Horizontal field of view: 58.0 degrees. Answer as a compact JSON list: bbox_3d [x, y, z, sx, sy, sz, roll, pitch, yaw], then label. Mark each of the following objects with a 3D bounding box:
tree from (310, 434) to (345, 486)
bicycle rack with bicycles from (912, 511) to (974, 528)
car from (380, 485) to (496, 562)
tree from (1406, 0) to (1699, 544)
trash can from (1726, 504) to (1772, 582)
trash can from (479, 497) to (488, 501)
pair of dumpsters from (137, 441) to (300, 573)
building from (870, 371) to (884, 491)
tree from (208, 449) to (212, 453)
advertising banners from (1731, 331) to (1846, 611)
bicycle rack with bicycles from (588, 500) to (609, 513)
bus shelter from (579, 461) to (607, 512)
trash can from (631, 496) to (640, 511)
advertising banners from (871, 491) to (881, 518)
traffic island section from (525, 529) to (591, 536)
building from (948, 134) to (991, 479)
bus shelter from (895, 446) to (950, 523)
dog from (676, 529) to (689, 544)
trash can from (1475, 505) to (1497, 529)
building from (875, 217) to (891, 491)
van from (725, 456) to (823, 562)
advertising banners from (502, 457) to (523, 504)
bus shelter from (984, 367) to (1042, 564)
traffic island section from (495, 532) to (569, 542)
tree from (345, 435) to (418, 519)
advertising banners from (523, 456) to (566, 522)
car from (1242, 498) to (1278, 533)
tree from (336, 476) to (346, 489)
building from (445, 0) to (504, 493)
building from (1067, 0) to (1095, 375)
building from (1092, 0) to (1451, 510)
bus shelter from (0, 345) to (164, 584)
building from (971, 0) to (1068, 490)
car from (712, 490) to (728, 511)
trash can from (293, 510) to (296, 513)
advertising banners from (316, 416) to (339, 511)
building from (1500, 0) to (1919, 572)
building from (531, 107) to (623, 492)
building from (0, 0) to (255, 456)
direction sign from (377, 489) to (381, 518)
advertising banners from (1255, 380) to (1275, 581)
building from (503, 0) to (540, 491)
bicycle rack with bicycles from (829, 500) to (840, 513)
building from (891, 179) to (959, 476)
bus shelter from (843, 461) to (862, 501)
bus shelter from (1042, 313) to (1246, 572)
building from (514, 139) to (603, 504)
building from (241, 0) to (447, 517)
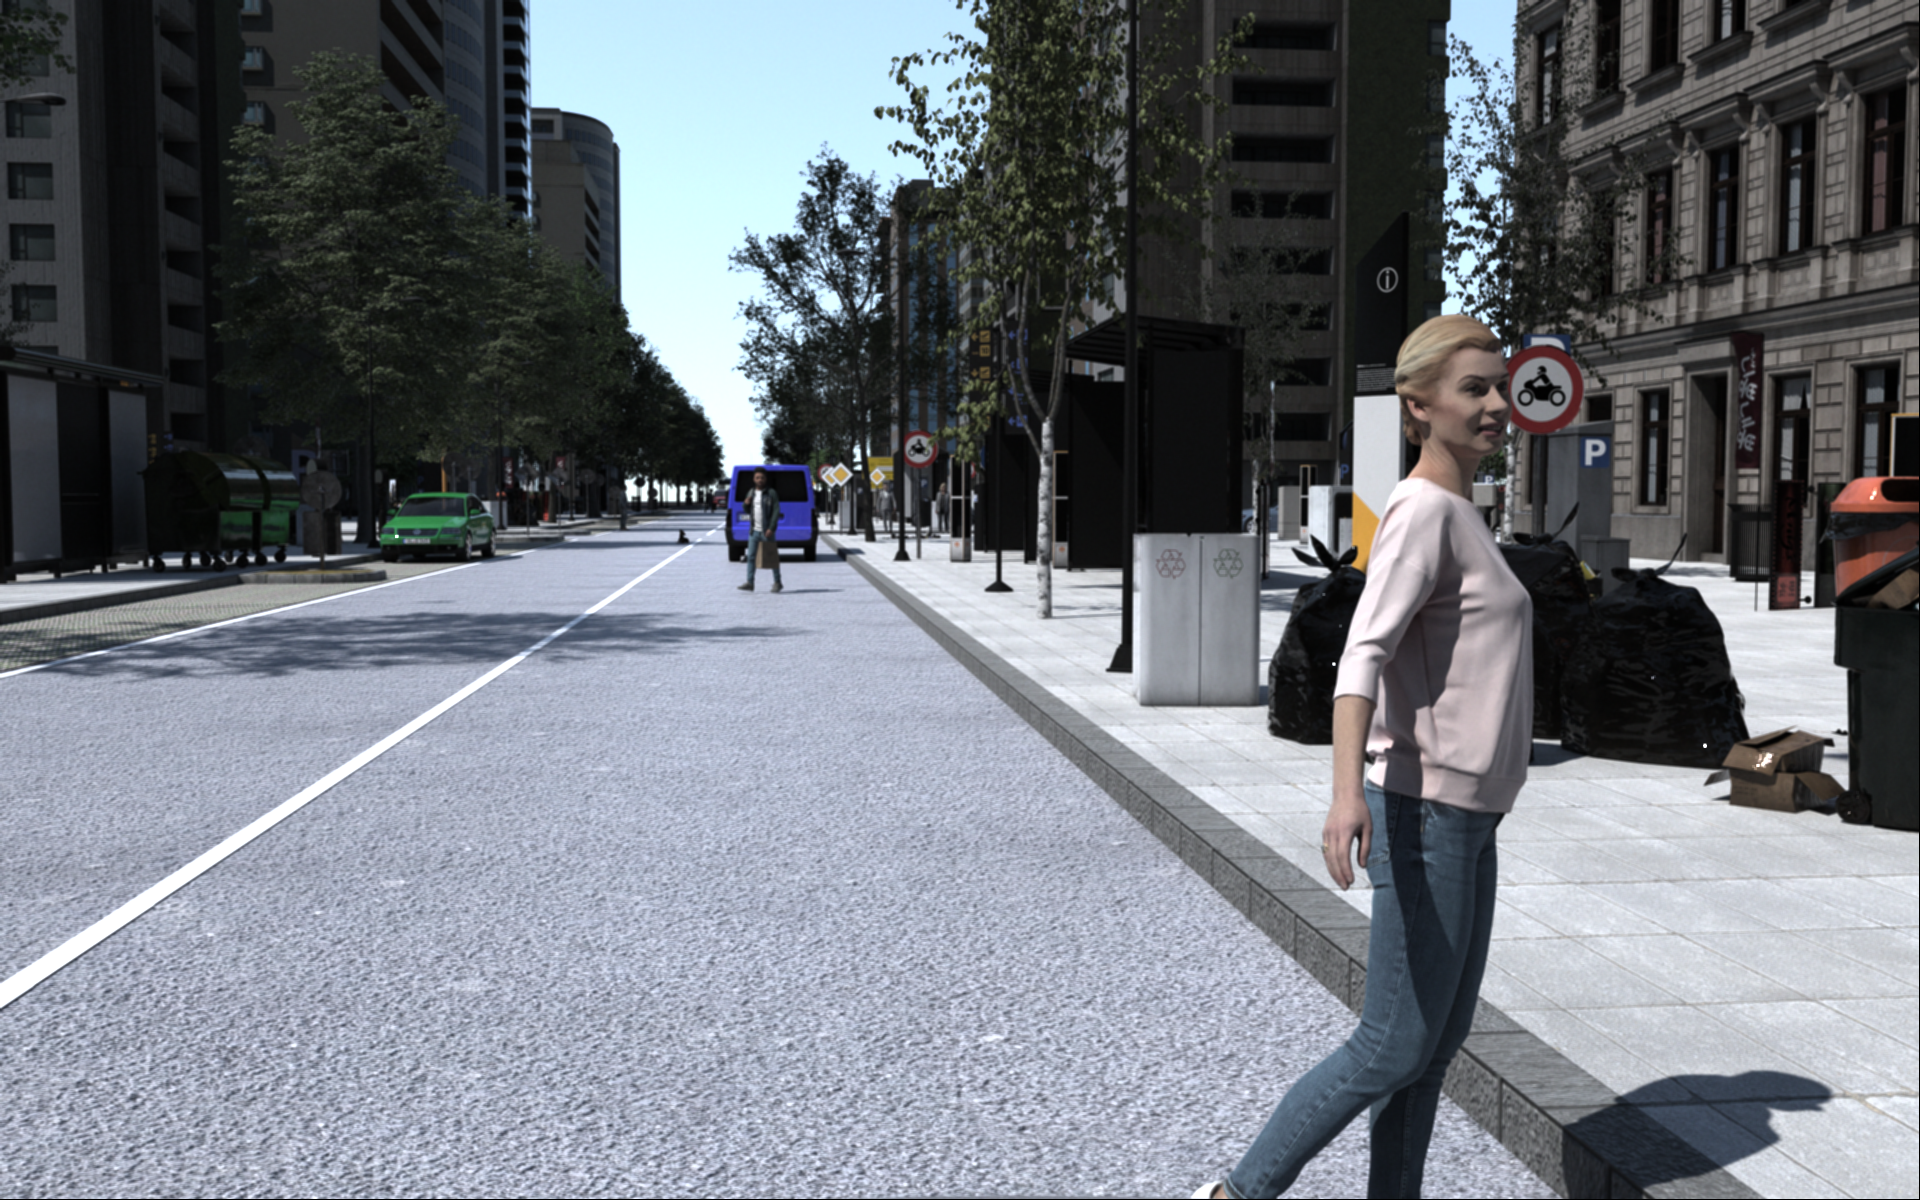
[{"bbox_3d":[-34.817,-6.835,95.460,4.285,4.588,4.351,0,3,0],"label":"tree"},{"bbox_3d":[-0.221,-3.224,66.101,2.925,0.926,2.852,0,4,8],"label":"bicycle rack with bicycles"},{"bbox_3d":[-11.288,-1.763,37.623,1.959,1.807,4.718,0,4,-5],"label":"car"},{"bbox_3d":[8.508,-4.626,25.996,4.360,8.622,3.978,0,3,0],"label":"tree"},{"bbox_3d":[11.618,-0.839,25.367,0.748,1.137,0.748,0,3,0],"label":"trash can"},{"bbox_3d":[-21.388,-4.105,78.771,0.748,1.137,0.748,0,3,0],"label":"trash can"},{"bbox_3d":[-12.898,-1.699,30.274,1.574,2.255,4.437,0,4,-6],"label":"pair of dumpsters"},{"bbox_3d":[-8.237,-31.729,290.471,14.160,30.474,14.107,0,4,-6],"label":"building"},{"bbox_3d":[-31.650,-4.819,73.391,1.663,3.219,1.824,0,3,0],"label":"tree"},{"bbox_3d":[9.168,-1.403,19.124,2.074,3.025,0.090,-2,4,-28],"label":"advertising banners"},{"bbox_3d":[-23.685,-6.202,114.782,2.852,0.926,2.925,1,4,10],"label":"bicycle rack with bicycles"},{"bbox_3d":[-26.467,-8.230,125.839,1.731,3.624,6.357,0,4,-6],"label":"bus shelter"},{"bbox_3d":[-24.367,-7.252,130.228,0.748,1.137,0.748,0,3,0],"label":"trash can"},{"bbox_3d":[-3.803,-6.164,96.962,2.074,3.025,0.090,-1,4,-17],"label":"advertising banners"},{"bbox_3d":[-14.091,-2.361,60.883,2.009,0.180,2.903,0,4,-6],"label":"traffic island section"},{"bbox_3d":[12.772,-30.404,188.990,32.217,40.220,23.993,0,4,-6],"label":"building"},{"bbox_3d":[-1.541,-4.871,73.569,2.014,3.302,5.546,0,4,-6],"label":"bus shelter"},{"bbox_3d":[-8.121,-1.845,50.366,0.550,0.427,0.748,1,4,13],"label":"dog"},{"bbox_3d":[6.256,-0.600,21.465,0.748,1.137,0.748,0,3,0],"label":"trash can"},{"bbox_3d":[-1.767,-37.515,267.994,22.147,44.769,28.867,0,4,-6],"label":"building"},{"bbox_3d":[-4.154,-2.088,38.517,2.240,2.365,5.245,0,4,-5],"label":"van"},{"bbox_3d":[-20.557,-5.238,81.834,2.074,3.025,0.090,-1,4,-20],"label":"advertising banners"},{"bbox_3d":[1.361,-2.666,34.872,1.731,3.624,6.357,0,4,-6],"label":"bus shelter"},{"bbox_3d":[-13.220,-1.876,52.945,2.009,0.180,2.903,0,4,-6],"label":"traffic island section"},{"bbox_3d":[-29.292,-6.476,89.598,4.285,4.588,4.351,0,3,0],"label":"tree"},{"bbox_3d":[-19.263,-5.164,80.612,2.074,3.025,0.090,1,4,15],"label":"advertising banners"},{"bbox_3d":[11.428,-2.949,60.225,4.499,1.417,2.014,0,4,-8],"label":"car"},{"bbox_3d":[-33.223,-5.920,91.390,1.663,3.219,1.824,0,3,0],"label":"tree"},{"bbox_3d":[-51.027,-36.913,145.530,21.231,58.520,28.212,0,4,-6],"label":"building"},{"bbox_3d":[14.435,-27.704,103.065,14.600,45.320,14.200,0,4,-6],"label":"building"},{"bbox_3d":[14.582,-19.157,84.922,14.107,30.474,14.160,0,4,-6],"label":"building"},{"bbox_3d":[-14.509,-2.946,25.796,2.179,5.291,8.768,0,4,-6],"label":"bus shelter"},{"bbox_3d":[11.516,-42.154,127.466,20.563,71.187,20.611,0,4,-6],"label":"building"},{"bbox_3d":[-20.544,-8.680,150.593,2.281,1.827,5.304,0,4,-6],"label":"car"},{"bbox_3d":[-19.163,-2.297,49.208,0.748,1.137,0.748,0,3,0],"label":"trash can"},{"bbox_3d":[-14.001,-2.576,38.306,0.090,3.025,2.074,-2,4,-31],"label":"advertising banners"},{"bbox_3d":[18.456,-10.234,31.951,10.561,19.102,19.286,0,4,-6],"label":"building"},{"bbox_3d":[-63.378,-44.157,263.969,21.231,58.520,28.212,0,4,-6],"label":"building"},{"bbox_3d":[-41.519,-18.761,78.446,14.160,30.474,14.107,0,4,-6],"label":"building"},{"bbox_3d":[-31.087,-6.165,92.789,0.379,3.537,0.876,-2,4,-30],"label":"direction sign"},{"bbox_3d":[4.614,-1.829,26.091,0.090,3.025,2.074,1,4,16],"label":"advertising banners"},{"bbox_3d":[-54.353,-52.731,174.826,22.319,86.520,31.000,0,4,-6],"label":"building"},{"bbox_3d":[-7.344,-6.293,116.266,2.852,0.926,2.925,2,4,28],"label":"bicycle rack with bicycles"},{"bbox_3d":[-2.440,-36.460,246.233,14.600,45.320,14.200,0,4,-6],"label":"building"},{"bbox_3d":[-6.513,-7.081,109.697,2.014,3.302,5.546,0,4,-6],"label":"bus shelter"},{"bbox_3d":[2.614,-2.103,25.662,1.731,3.624,6.357,0,4,-6],"label":"bus shelter"},{"bbox_3d":[-61.461,-37.662,239.475,21.300,48.544,21.600,0,4,-6],"label":"building"},{"bbox_3d":[-44.401,-29.532,106.547,21.300,48.544,21.600,0,4,-6],"label":"building"}]
